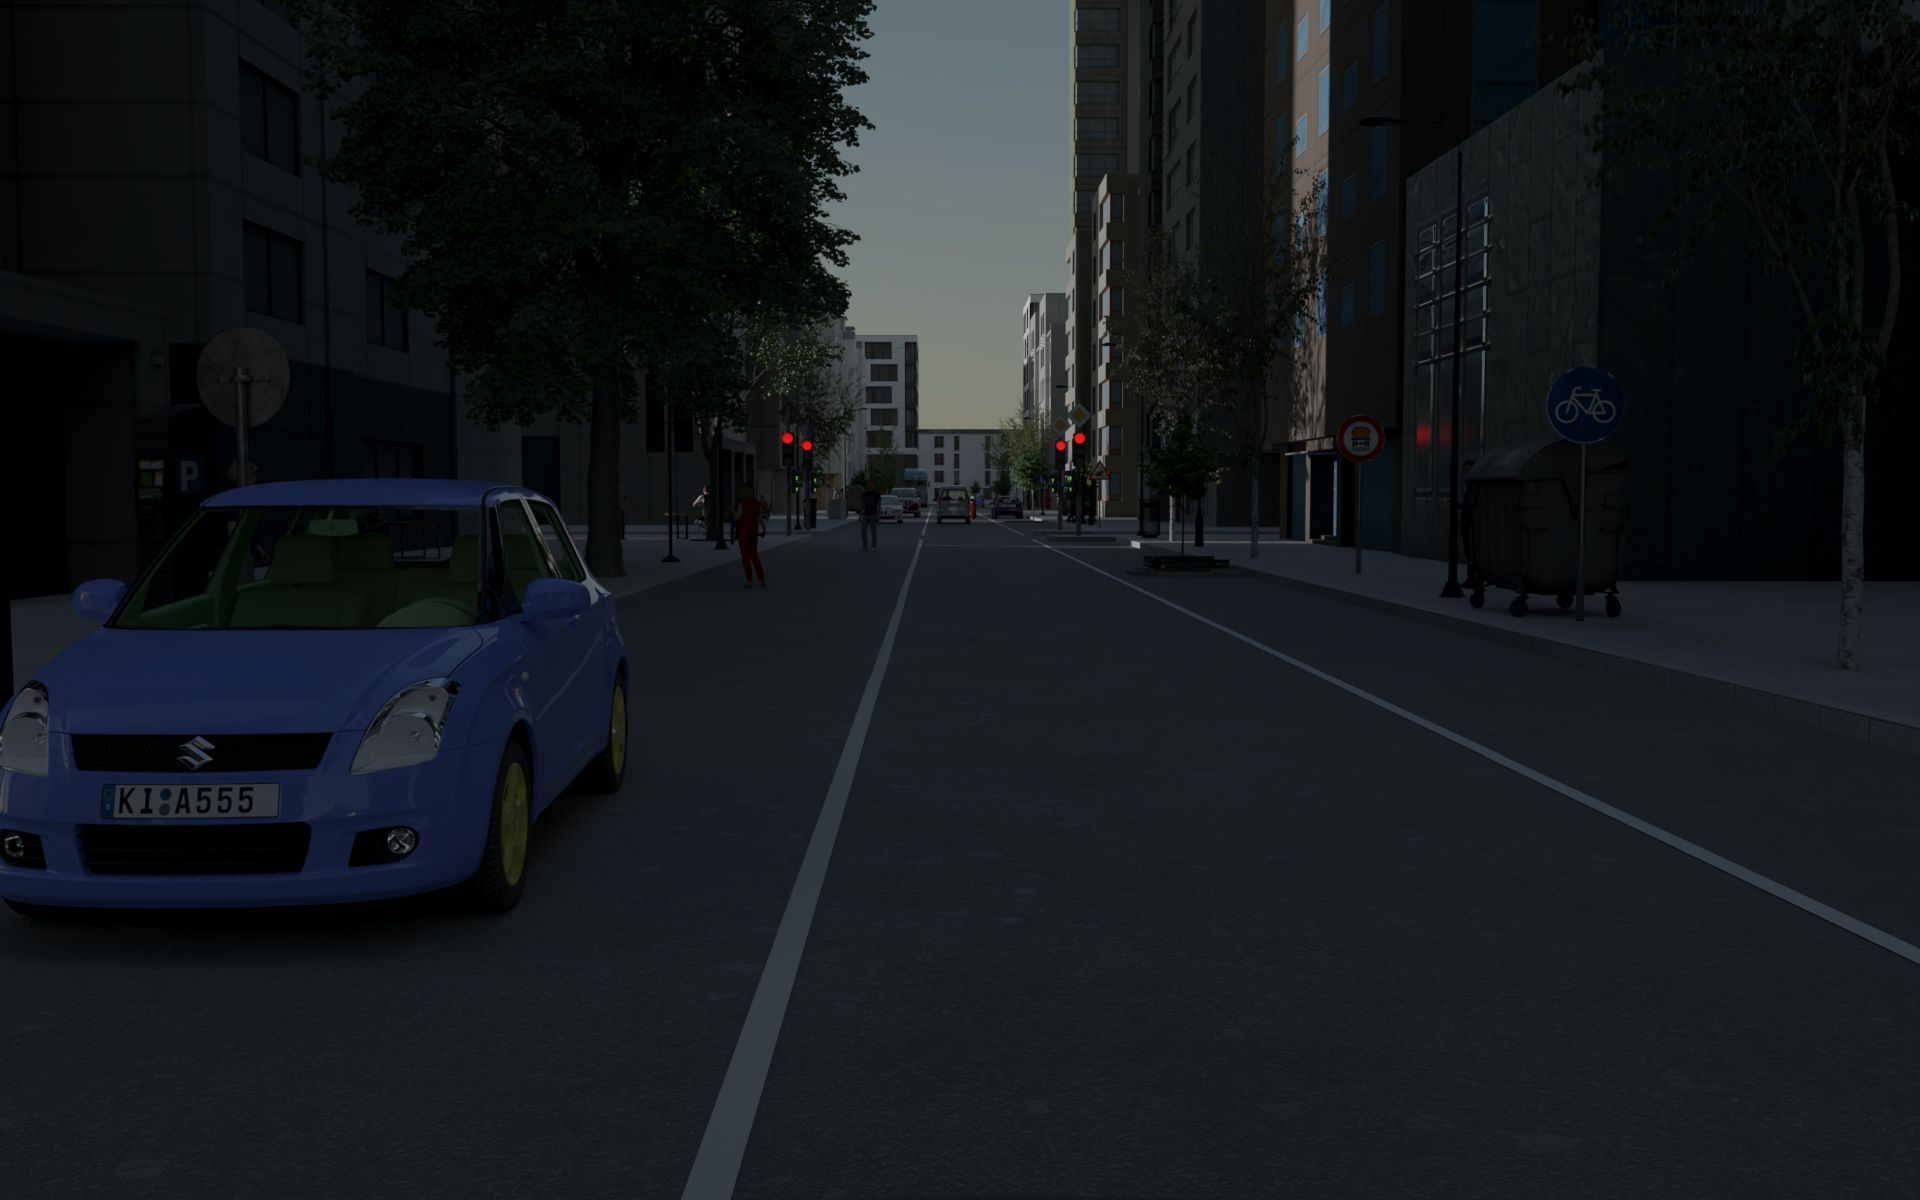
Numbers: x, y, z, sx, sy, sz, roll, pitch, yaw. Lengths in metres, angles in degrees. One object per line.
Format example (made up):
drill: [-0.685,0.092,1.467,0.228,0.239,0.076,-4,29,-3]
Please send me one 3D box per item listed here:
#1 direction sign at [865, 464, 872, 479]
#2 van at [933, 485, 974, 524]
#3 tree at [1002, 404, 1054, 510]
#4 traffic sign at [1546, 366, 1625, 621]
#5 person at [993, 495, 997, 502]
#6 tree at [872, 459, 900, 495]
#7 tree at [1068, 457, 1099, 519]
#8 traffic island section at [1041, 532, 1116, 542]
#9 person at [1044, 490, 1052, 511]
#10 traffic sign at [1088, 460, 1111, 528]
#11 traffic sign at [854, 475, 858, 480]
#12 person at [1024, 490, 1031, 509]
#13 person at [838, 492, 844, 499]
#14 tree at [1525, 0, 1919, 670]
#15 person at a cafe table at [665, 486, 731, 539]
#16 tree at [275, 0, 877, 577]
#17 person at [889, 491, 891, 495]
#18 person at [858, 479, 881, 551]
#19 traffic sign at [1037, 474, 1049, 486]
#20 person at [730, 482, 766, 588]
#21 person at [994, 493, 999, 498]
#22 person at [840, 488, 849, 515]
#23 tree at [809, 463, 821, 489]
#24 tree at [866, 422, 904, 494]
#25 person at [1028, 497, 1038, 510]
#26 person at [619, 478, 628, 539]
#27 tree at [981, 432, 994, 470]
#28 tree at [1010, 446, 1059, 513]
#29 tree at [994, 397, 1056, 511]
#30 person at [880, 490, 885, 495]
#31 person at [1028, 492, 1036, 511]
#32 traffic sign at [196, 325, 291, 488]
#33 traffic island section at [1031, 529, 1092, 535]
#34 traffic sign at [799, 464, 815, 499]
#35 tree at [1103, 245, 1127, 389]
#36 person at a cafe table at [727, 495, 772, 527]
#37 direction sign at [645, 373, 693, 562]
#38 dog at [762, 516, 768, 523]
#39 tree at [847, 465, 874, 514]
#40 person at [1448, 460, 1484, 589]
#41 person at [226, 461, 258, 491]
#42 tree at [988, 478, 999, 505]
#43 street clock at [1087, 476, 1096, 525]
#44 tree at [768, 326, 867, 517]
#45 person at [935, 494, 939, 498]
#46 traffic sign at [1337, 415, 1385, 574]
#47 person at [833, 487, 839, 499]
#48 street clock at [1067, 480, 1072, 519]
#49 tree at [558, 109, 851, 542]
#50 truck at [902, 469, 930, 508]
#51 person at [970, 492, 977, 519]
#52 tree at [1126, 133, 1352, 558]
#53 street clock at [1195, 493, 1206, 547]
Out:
direction sign: [-6.818,-8.378,128.973,0.379,3.537,0.876,2,4,33]
van: [-0.311,-4.727,84.303,2.013,2.044,4.112,0,4,-1]
tree: [5.606,-11.701,141.672,4.360,8.622,3.978,0,3,0]
traffic sign: [6.250,-1.057,17.393,0.768,2.556,0.104,0,4,6]
person: [2.454,-6.759,122.916,0.435,1.345,0.340,3,5,43]
tree: [-7.253,-10.942,162.622,4.285,4.588,4.351,0,3,0]
tree: [6.314,-5.751,88.632,1.663,3.219,1.824,0,3,0]
traffic island section: [3.669,-1.896,53.275,2.009,0.180,2.903,0,4,-1]
person: [6.850,-7.752,134.496,0.444,1.614,0.593,-3,5,-41]
traffic sign: [5.281,-4.006,65.502,0.884,2.594,0.081,0,3,0]
traffic sign: [-6.878,-7.061,115.449,0.884,2.594,0.081,0,4,5]
person: [5.906,-8.771,149.466,0.705,1.822,1.348,-2,4,-26]
person: [-9.194,-7.893,135.639,0.990,1.755,0.434,0,4,-3]
tree: [6.268,-3.798,12.461,4.360,8.622,3.978,0,3,0]
person at a cafe table: [-7.327,-2.501,49.404,1.698,1.524,1.622,-2,4,-30]
tree: [-5.583,-7.344,26.724,9.857,13.997,8.962,0,3,0]
person: [-8.207,-12.213,206.450,0.721,1.735,1.217,-1,4,-15]
person: [-2.292,-2.142,43.657,0.598,1.807,0.434,3,4,38]
traffic sign: [5.244,-6.703,109.705,0.768,2.556,0.104,1,4,8]
person: [-3.240,-1.000,26.550,0.593,1.614,0.444,-1,4,-16]
person: [4.551,-12.440,209.970,0.750,1.759,0.617,-3,5,-39]
person: [-7.074,-6.047,106.371,0.566,1.644,0.517,0,4,-2]
tree: [-12.334,-9.084,132.238,4.285,4.588,4.351,0,3,0]
tree: [-7.404,-13.743,175.061,4.737,8.622,4.395,0,3,0]
person: [5.844,-7.980,139.783,0.557,1.426,1.065,-3,5,-42]
person: [-9.691,-2.592,48.957,0.617,1.759,0.750,-1,4,-13]
tree: [4.250,-12.918,161.571,4.737,8.622,4.395,0,3,0]
tree: [4.951,-8.248,118.567,4.285,4.588,4.351,0,3,0]
tree: [5.242,-10.982,129.918,4.737,8.622,4.395,0,3,0]
person: [-8.053,-10.411,176.945,1.217,1.739,0.721,0,4,6]
person: [5.591,-7.796,134.325,0.655,1.722,0.431,-3,5,-42]
traffic sign: [-5.434,-0.796,13.124,0.768,2.556,0.104,1,4,9]
traffic island section: [3.558,-2.384,61.260,2.009,0.180,2.903,0,4,-1]
traffic sign: [-6.378,-4.364,71.458,0.768,2.556,0.104,0,4,0]
tree: [5.828,-5.908,46.953,4.360,8.622,3.978,0,3,0]
person at a cafe table: [-8.351,-3.555,68.987,1.726,1.238,1.698,-1,4,-11]
direction sign: [-5.467,-2.485,32.632,0.876,3.537,0.379,0,4,-6]
dog: [-8.622,-3.642,76.382,0.540,0.507,0.406,0,4,-1]
tree: [-6.400,-7.305,114.045,1.663,3.219,1.824,0,3,0]
person: [6.906,-1.029,23.573,0.504,1.737,0.576,-1,4,-11]
person: [-5.839,-0.347,13.924,0.471,1.553,0.569,1,4,8]
tree: [4.548,-13.363,213.081,1.663,3.219,1.824,0,3,0]
street clock: [5.388,-4.072,71.139,0.358,2.002,0.471,-1,4,-19]
tree: [-6.339,-7.730,76.751,4.360,8.622,3.978,0,3,0]
person: [-2.460,-12.413,211.975,1.217,1.766,0.721,0,4,-6]
traffic sign: [6.428,-1.698,27.868,0.768,2.556,0.104,0,4,2]
person: [-8.719,-7.014,120.857,0.434,1.807,0.598,-2,4,-26]
street clock: [5.766,-5.258,90.544,0.358,2.002,0.471,2,4,24]
tree: [-6.803,-7.404,46.805,9.928,11.665,9.643,0,3,0]
truck: [-4.860,-12.121,187.936,2.967,4.110,18.799,0,4,-2]
person: [0.743,-5.323,97.995,0.387,1.526,0.523,-2,4,-32]
tree: [5.716,-5.162,34.763,4.360,8.622,3.978,0,3,0]
street clock: [5.826,-2.297,42.127,0.358,2.002,0.471,1,4,21]
